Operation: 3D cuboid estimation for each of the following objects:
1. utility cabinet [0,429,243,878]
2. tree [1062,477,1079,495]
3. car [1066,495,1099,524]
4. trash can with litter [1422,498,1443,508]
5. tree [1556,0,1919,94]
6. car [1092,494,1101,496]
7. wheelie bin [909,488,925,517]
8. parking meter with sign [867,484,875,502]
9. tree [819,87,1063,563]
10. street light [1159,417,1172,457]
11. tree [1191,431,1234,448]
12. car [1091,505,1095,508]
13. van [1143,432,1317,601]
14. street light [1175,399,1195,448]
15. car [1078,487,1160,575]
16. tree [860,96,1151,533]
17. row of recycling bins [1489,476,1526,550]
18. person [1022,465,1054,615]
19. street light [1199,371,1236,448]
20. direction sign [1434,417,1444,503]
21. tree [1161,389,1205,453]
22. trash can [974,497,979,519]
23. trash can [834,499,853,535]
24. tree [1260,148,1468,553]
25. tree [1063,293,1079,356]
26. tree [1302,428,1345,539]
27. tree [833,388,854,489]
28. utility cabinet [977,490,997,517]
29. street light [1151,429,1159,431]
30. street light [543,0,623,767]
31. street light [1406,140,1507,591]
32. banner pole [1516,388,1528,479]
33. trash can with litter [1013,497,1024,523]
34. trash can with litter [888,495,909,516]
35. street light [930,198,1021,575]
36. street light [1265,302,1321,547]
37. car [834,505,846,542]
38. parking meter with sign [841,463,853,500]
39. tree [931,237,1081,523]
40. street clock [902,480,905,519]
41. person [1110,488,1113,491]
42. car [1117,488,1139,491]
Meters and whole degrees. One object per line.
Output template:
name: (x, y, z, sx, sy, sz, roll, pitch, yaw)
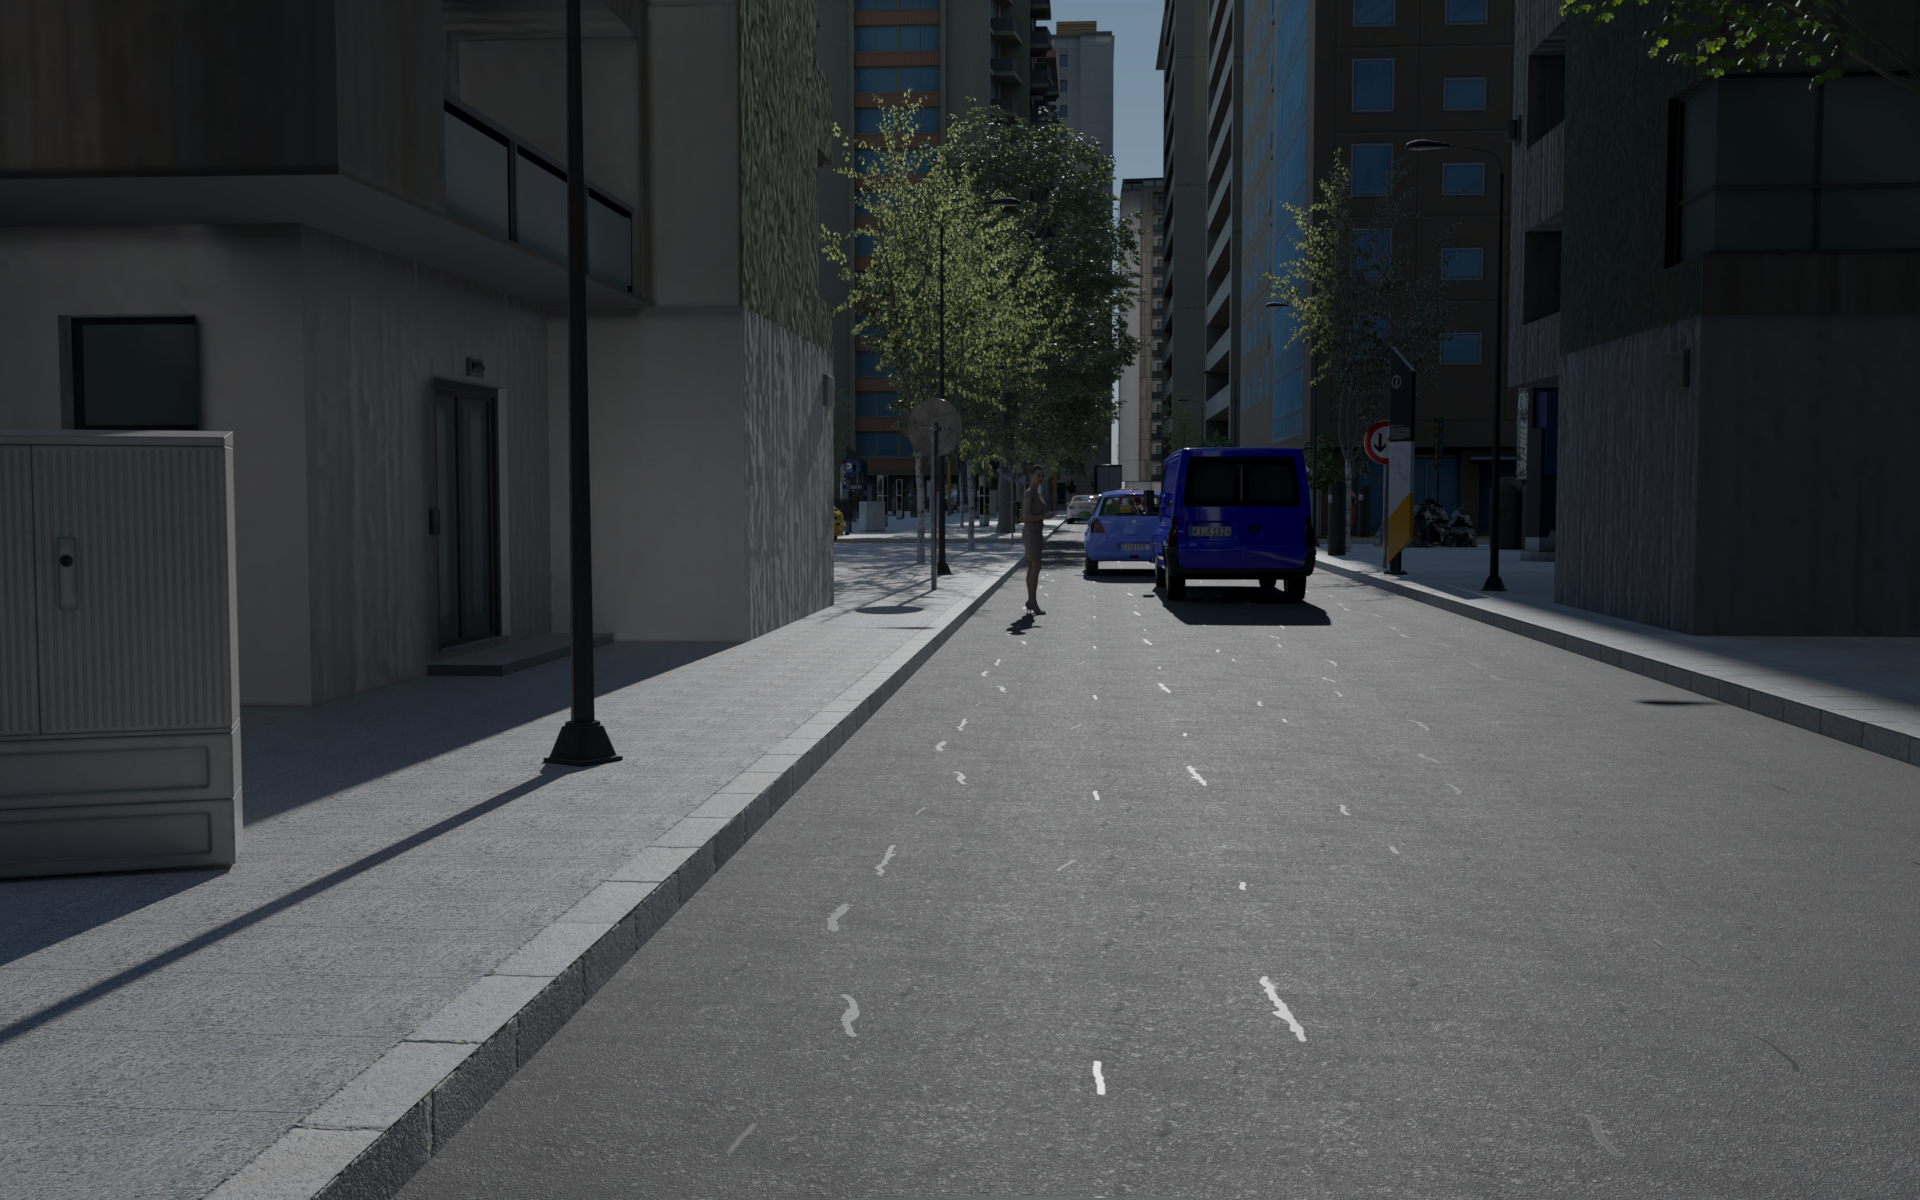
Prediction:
utility cabinet: (-3.071, 0.175, 5.816, 1.173, 1.500, 0.318, -1, 4, -18)
tree: (12.585, -12.239, 194.710, 1.663, 3.219, 1.824, 0, 3, 0)
car: (6.240, -4.466, 85.380, 2.083, 1.381, 4.827, 0, 4, 6)
trash can with litter: (13.793, -2.364, 50.031, 1.055, 1.170, 0.624, -2, 4, -24)
tree: (7.039, -5.162, 10.152, 9.928, 11.665, 9.643, 0, 3, 0)
car: (10.868, -7.620, 136.594, 2.014, 1.417, 4.499, 0, 4, 3)
wheelie bin: (-2.406, -5.333, 95.097, 0.980, 1.594, 0.693, -3, 5, -44)
parking meter with sign: (-6.781, -7.998, 127.031, 0.543, 3.016, 1.738, 2, 4, 25)
tree: (-0.662, -4.975, 31.710, 4.360, 8.622, 3.978, 0, 3, 0)
street light: (12.910, -8.044, 104.065, 1.470, 5.913, 1.316, 0, 4, 4)
tree: (12.914, -6.348, 87.503, 4.285, 4.588, 4.351, 0, 3, 0)
car: (6.108, -3.504, 67.513, 2.015, 1.641, 3.980, 0, 4, 5)
van: (3.835, -1.262, 25.016, 2.240, 2.365, 5.245, 0, 4, 4)
street light: (11.303, -6.861, 84.724, 1.470, 5.913, 1.316, 0, 4, 4)
car: (3.137, -1.357, 31.785, 1.945, 1.707, 3.694, 0, 4, 3)
tree: (1.620, -9.192, 56.952, 9.857, 13.997, 8.962, 0, 3, 0)
row of recycling bins: (13.638, -1.965, 39.239, 1.069, 1.692, 3.534, -3, 5, -43)
person: (0.928, -0.731, 20.786, 0.374, 1.781, 0.599, 1, 4, 15)
street light: (9.809, -5.668, 65.207, 1.470, 5.913, 1.316, 0, 4, 4)
direction sign: (14.171, -3.629, 51.331, 0.379, 3.537, 0.876, 0, 4, 0)
tree: (15.798, -10.387, 120.185, 4.737, 8.622, 4.395, 0, 3, 0)
trash can: (0.842, -4.847, 90.899, 0.748, 1.137, 0.748, 0, 3, 0)
trash can: (-3.693, -2.606, 54.265, 0.748, 1.137, 0.748, 0, 3, 0)
tree: (8.736, -5.344, 37.735, 4.360, 8.622, 3.978, 0, 3, 0)
tree: (0.331, -5.412, 38.853, 4.360, 8.622, 3.978, 0, 3, 0)
tree: (10.487, -3.390, 50.025, 1.663, 3.219, 1.824, 0, 3, 0)
tree: (-8.772, -9.993, 113.748, 4.737, 8.622, 4.395, 0, 3, 0)
utility cabinet: (1.480, -5.295, 95.252, 1.173, 1.500, 0.318, -3, 5, -41)
street light: (14.400, -9.292, 124.459, 1.470, 5.913, 1.316, 0, 4, 4)
street light: (-1.271, -2.174, 8.094, 1.470, 5.913, 1.316, 0, 4, 4)
street light: (6.547, -3.077, 22.854, 1.470, 5.913, 1.316, 0, 4, 4)
banner pole: (11.655, -2.786, 35.572, 0.401, 3.779, 0.863, -1, 4, -15)
trash can with litter: (2.618, -3.945, 75.891, 1.055, 1.170, 0.624, -1, 4, -14)
trash can with litter: (-3.980, -5.519, 101.298, 2.233, 1.210, 1.678, 3, 5, 41)
street light: (0.250, -3.352, 27.342, 1.470, 5.913, 1.316, 0, 4, 4)
street light: (8.094, -4.254, 42.100, 1.470, 5.913, 1.316, 0, 4, 4)
car: (-5.254, -2.381, 49.149, 3.980, 1.641, 2.015, 0, 4, 5)
parking meter with sign: (-6.266, -6.038, 94.989, 0.543, 3.016, 1.738, 0, 4, 6)
tree: (2.470, -9.741, 77.398, 7.486, 12.596, 7.792, 0, 3, 0)
street clock: (-2.986, -5.209, 89.733, 0.358, 2.002, 0.471, 0, 4, 3)
person: (9.204, -5.897, 105.191, 0.678, 1.792, 0.850, 1, 4, 18)
car: (11.366, -6.637, 117.192, 2.281, 1.827, 5.304, 0, 4, 4)
